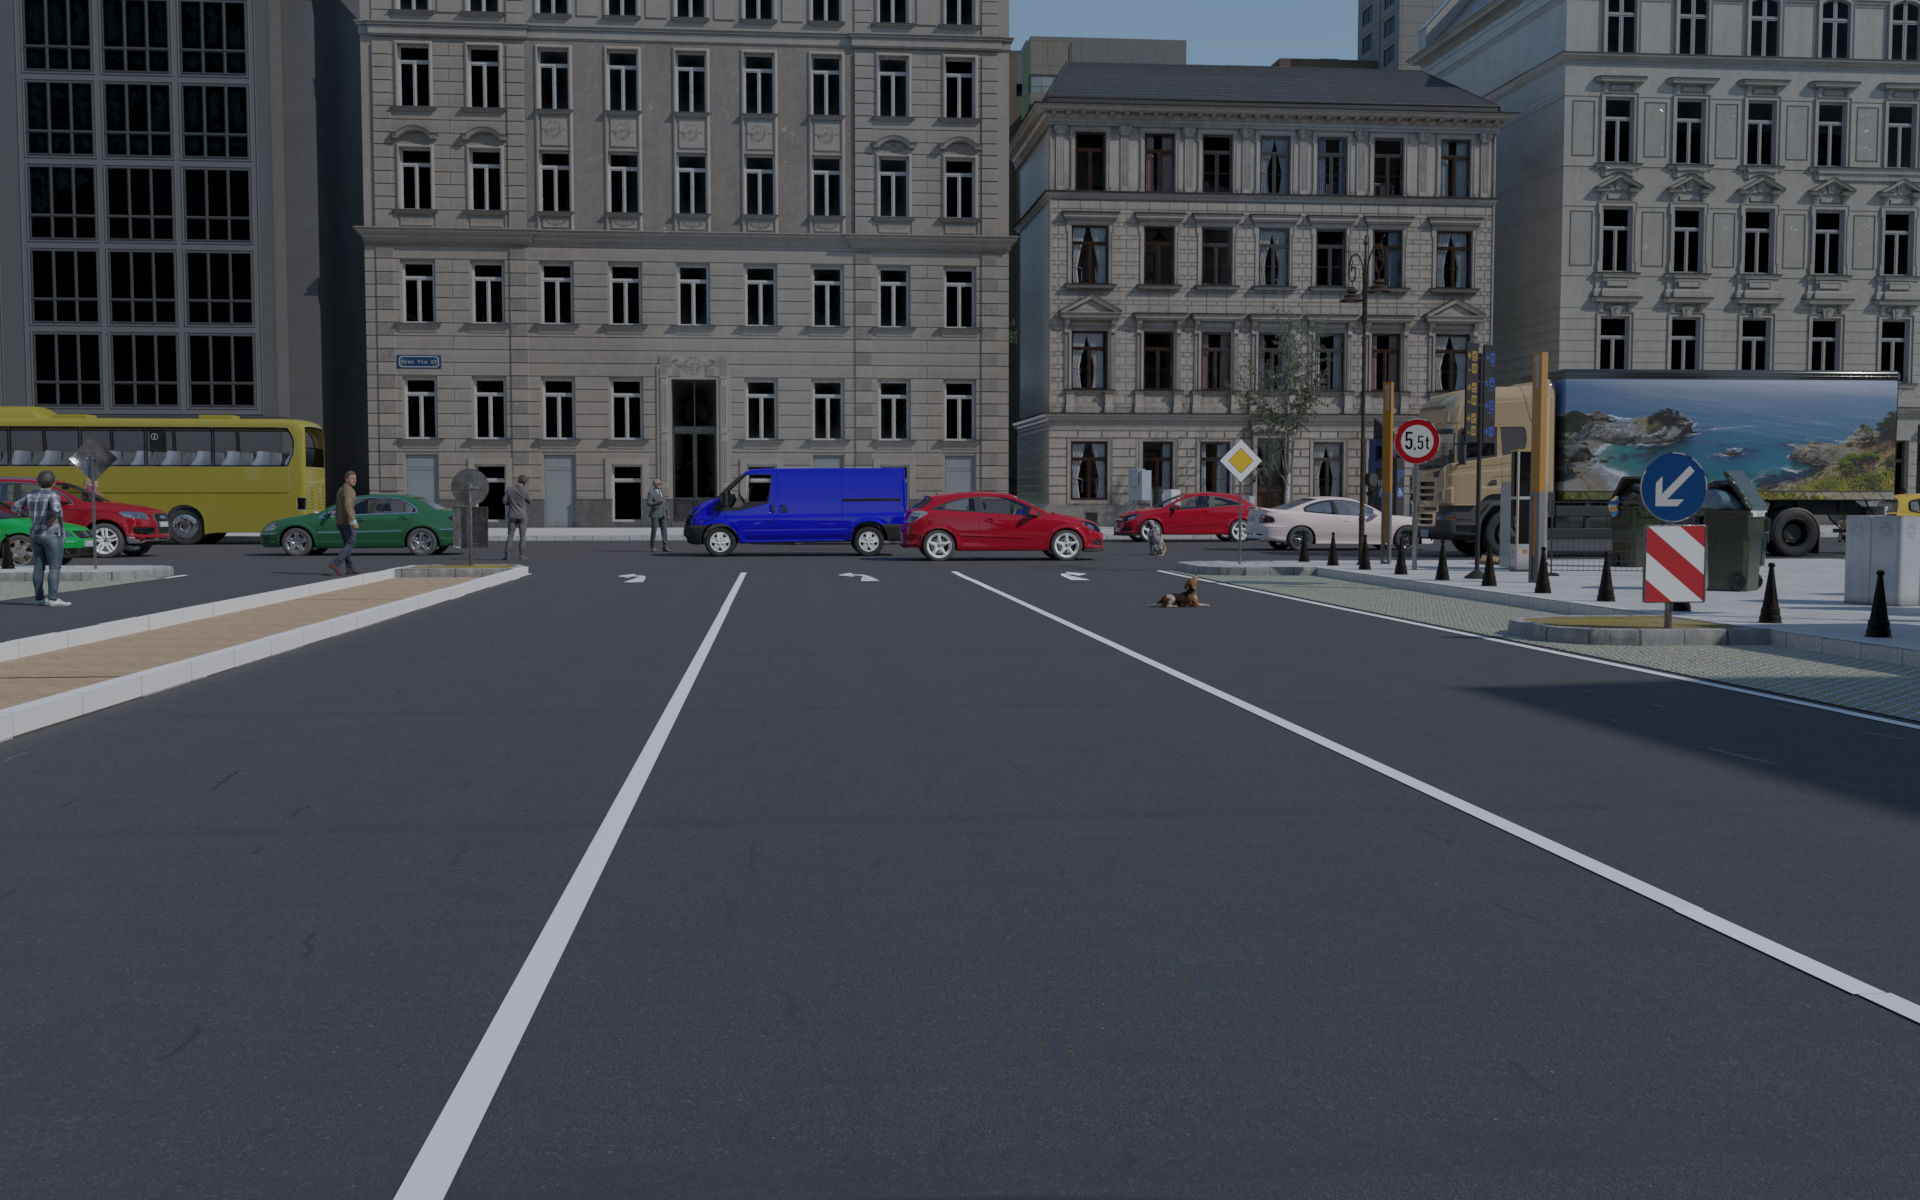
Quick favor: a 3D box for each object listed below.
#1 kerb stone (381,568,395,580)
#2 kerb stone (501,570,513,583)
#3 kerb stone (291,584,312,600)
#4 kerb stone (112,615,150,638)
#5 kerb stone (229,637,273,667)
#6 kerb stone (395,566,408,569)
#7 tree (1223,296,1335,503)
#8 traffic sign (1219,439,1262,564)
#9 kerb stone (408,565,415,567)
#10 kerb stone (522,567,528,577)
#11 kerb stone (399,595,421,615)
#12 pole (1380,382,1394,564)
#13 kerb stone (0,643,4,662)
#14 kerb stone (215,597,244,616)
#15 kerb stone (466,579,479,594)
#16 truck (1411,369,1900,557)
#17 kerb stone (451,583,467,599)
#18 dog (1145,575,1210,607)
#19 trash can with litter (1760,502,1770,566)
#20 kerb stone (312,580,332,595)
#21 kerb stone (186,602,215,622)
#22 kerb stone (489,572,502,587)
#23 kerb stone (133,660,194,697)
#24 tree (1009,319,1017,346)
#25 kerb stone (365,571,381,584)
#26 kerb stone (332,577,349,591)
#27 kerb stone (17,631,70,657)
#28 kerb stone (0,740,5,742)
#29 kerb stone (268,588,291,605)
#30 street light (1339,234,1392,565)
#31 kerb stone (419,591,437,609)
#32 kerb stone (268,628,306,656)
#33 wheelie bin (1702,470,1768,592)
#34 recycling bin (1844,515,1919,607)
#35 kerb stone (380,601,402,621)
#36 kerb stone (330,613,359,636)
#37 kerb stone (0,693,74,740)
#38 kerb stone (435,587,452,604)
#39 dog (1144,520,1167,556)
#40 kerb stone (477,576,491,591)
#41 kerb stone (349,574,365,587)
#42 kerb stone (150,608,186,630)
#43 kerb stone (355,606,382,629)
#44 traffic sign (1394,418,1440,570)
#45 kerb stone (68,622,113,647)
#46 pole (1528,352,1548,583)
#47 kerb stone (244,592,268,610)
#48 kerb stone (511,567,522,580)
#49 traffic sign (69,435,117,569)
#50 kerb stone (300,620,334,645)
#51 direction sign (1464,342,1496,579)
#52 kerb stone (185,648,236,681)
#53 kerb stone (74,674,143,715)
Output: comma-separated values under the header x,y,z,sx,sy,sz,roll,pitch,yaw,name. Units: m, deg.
x,y,z,sx,sy,sz,roll,pitch,yaw,name
-9.620,-0.399,28.823,0.120,0.150,1.000,0,4,-6,kerb stone
-7.430,-0.359,28.067,0.120,0.150,1.000,0,4,-6,kerb stone
-9.104,-0.093,23.712,0.120,0.150,1.000,0,4,-6,kerb stone
-8.494,0.284,17.583,0.120,0.150,1.000,0,4,-6,kerb stone
-6.088,0.457,14.772,0.120,0.150,1.000,0,4,-6,kerb stone
-9.721,-0.468,29.843,0.120,0.150,1.000,0,4,-6,kerb stone
12.192,-7.009,64.957,4.360,8.622,3.978,0,3,0,tree
5.103,-1.708,31.563,0.795,2.450,0.064,0,4,-6,traffic sign
-9.822,-0.523,30.863,0.120,0.150,1.000,0,4,-6,kerb stone
-7.643,-0.484,30.114,0.120,0.150,1.000,0,4,-6,kerb stone
-6.709,0.079,20.906,0.120,0.150,1.000,0,4,-6,kerb stone
7.803,-2.311,31.632,0.158,3.312,0.155,0,3,0,pole
-8.176,0.473,14.521,0.120,0.150,1.000,0,4,-6,kerb stone
-8.792,0.095,20.650,0.120,0.150,1.000,0,4,-6,kerb stone
-7.125,-0.163,24.990,0.120,0.150,1.000,0,4,-6,kerb stone
15.637,-3.135,40.176,11.283,4.237,2.839,0,4,-4,truck
-7.014,-0.102,23.971,0.120,0.150,1.000,0,4,-6,kerb stone
2.765,-0.111,22.014,0.748,0.427,0.550,2,4,28,dog
13.999,-1.202,31.043,0.624,1.170,1.055,-1,4,-12,trash can with litter
-9.202,-0.155,24.732,0.120,0.150,1.000,0,4,-6,kerb stone
-8.695,0.157,19.629,0.120,0.150,1.000,0,4,-6,kerb stone
-7.328,-0.296,27.041,0.120,0.150,1.000,0,4,-6,kerb stone
-5.883,0.579,12.727,0.120,0.150,1.000,0,4,-6,kerb stone
-1.396,-16.594,127.192,12.611,20.169,13.585,0,3,0,tree
-9.515,-0.343,27.803,0.120,0.150,1.000,0,4,-6,kerb stone
-9.311,-0.217,25.751,0.120,0.150,1.000,0,4,-6,kerb stone
-8.281,0.407,15.543,0.120,0.150,1.000,0,4,-6,kerb stone
-5.572,0.767,9.664,0.120,0.150,1.000,0,4,-6,kerb stone
-8.999,-0.030,22.692,0.120,0.150,1.000,0,4,-6,kerb stone
7.248,-3.567,31.109,0.468,5.910,1.993,0,4,-6,street light
-6.812,0.016,21.931,0.120,0.150,1.000,0,4,-6,kerb stone
-6.190,0.392,15.791,0.120,0.150,1.000,0,4,-6,kerb stone
10.256,-0.923,23.007,0.693,1.594,0.980,3,5,44,wheelie bin
10.839,-0.465,20.151,0.722,1.027,0.722,-2,4,-26,recycling bin
-6.604,0.142,19.882,0.120,0.150,1.000,0,4,-6,kerb stone
-6.397,0.267,17.834,0.120,0.150,1.000,0,4,-6,kerb stone
-5.682,0.704,10.685,0.120,0.150,1.000,0,4,-6,kerb stone
-6.919,-0.044,22.951,0.120,0.150,1.000,0,4,-6,kerb stone
4.589,-1.449,40.535,0.513,0.831,0.800,0,4,1,dog
-7.228,-0.234,26.015,0.120,0.150,1.000,0,4,-6,kerb stone
-9.414,-0.275,26.771,0.120,0.150,1.000,0,4,-6,kerb stone
-8.585,0.220,18.610,0.120,0.150,1.000,0,4,-6,kerb stone
-6.500,0.204,18.862,0.120,0.150,1.000,0,4,-6,kerb stone
7.691,-1.781,29.233,0.768,2.556,0.104,0,4,0,traffic sign
-8.378,0.350,16.563,0.120,0.150,1.000,0,4,-6,kerb stone
8.337,-1.904,24.968,0.158,3.312,0.155,0,3,0,pole
-8.902,0.033,21.672,0.120,0.150,1.000,0,4,-6,kerb stone
-7.531,-0.422,29.087,0.120,0.150,1.000,0,4,-6,kerb stone
-14.792,-1.586,29.580,0.795,2.450,0.064,0,4,-6,traffic sign
-6.296,0.329,16.812,0.120,0.150,1.000,0,4,-6,kerb stone
7.850,-2.092,26.196,0.876,3.537,0.379,-3,5,-45,direction sign
-5.988,0.519,13.752,0.120,0.150,1.000,0,4,-6,kerb stone
-5.785,0.642,11.705,0.120,0.150,1.000,0,4,-6,kerb stone
